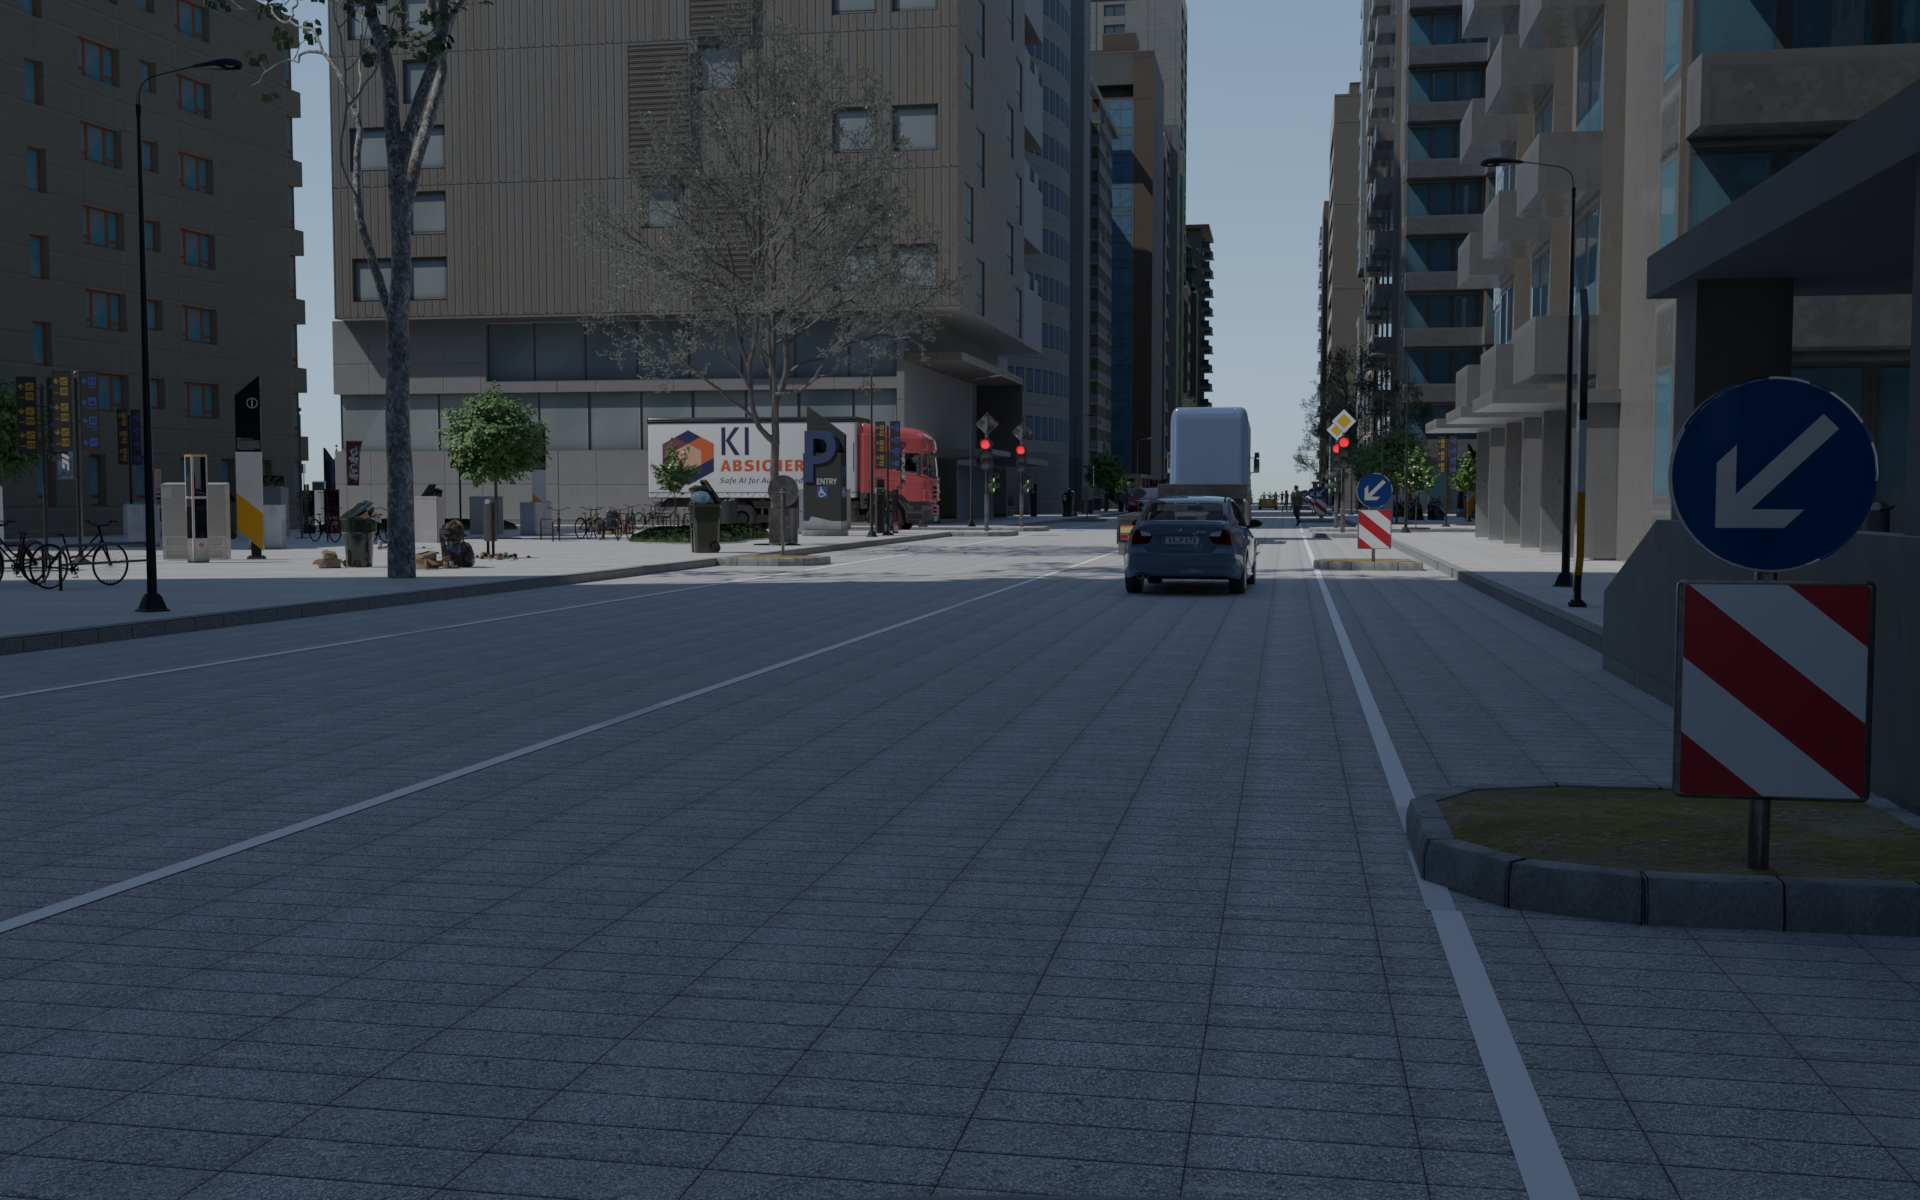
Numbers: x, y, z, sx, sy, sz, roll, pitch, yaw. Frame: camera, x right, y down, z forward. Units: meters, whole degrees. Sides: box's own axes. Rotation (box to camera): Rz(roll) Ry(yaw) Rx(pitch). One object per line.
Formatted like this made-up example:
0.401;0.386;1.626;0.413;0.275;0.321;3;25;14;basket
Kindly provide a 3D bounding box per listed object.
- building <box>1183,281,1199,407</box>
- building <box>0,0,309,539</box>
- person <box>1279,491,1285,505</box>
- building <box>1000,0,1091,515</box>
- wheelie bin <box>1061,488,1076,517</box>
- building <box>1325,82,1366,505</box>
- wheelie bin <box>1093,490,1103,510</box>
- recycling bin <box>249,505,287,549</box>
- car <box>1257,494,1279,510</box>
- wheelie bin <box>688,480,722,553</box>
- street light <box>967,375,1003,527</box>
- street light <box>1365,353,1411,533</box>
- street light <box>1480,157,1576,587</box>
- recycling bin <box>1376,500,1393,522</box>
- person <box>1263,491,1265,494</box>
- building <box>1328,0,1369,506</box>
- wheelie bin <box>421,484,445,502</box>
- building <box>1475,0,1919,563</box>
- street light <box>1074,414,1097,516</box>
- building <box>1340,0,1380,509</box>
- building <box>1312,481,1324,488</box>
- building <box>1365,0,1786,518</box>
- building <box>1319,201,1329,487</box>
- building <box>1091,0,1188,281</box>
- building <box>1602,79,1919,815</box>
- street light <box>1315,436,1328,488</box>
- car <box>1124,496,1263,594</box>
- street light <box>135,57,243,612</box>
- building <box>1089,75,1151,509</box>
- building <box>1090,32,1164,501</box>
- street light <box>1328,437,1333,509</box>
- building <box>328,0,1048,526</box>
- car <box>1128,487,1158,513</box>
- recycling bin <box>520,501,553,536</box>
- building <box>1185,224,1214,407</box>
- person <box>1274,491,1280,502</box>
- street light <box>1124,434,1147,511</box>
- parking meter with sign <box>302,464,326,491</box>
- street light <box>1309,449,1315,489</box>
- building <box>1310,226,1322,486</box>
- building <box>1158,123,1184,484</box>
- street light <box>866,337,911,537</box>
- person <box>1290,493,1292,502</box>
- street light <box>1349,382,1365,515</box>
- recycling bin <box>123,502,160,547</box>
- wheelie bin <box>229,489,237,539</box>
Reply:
24.480;-28.179;232.425;14.160;30.474;14.107;1;4;11;building
-40.853;-12.700;52.688;28.899;21.520;27.650;1;4;11;building
41.448;-13.114;222.875;1.348;1.831;0.705;0;4;-5;person
-3.221;-35.166;116.968;21.231;58.520;28.212;1;4;11;building
6.126;-5.491;97.692;0.693;1.594;0.980;1;4;17;wheelie bin
53.441;-35.206;199.316;21.300;48.544;21.600;1;4;11;building
10.710;-7.828;135.897;0.980;1.594;0.693;0;4;-1;wheelie bin
-16.255;-1.719;40.653;0.722;1.027;0.722;-1;4;-11;recycling bin
28.425;-9.145;159.750;2.015;1.641;3.980;1;4;12;car
-5.580;-1.828;37.800;0.693;1.594;0.980;-1;4;-20;wheelie bin
0.992;-5.829;67.843;1.470;5.913;1.316;1;4;11;street light
14.190;-5.174;57.141;1.470;5.913;1.316;1;4;11;street light
7.867;-3.144;23.953;1.470;5.913;1.316;1;4;11;street light
19.591;-4.125;79.995;0.722;1.027;0.722;0;4;6;recycling bin
41.648;-13.988;237.218;1.348;1.822;0.705;0;4;4;person
48.957;-52.576;172.287;22.319;86.520;31.000;1;4;11;building
-16.757;-2.880;54.992;0.693;1.594;0.980;-2;4;-35;wheelie bin
23.490;-25.591;38.021;23.786;49.044;30.456;1;4;11;building
7.249;-7.848;100.863;1.470;5.913;1.316;1;4;11;street light
43.384;-43.377;147.459;20.563;71.187;20.611;1;4;11;building
64.493;-33.229;235.176;32.217;40.220;23.993;1;4;11;building
39.738;-30.583;119.646;23.786;49.044;30.456;1;4;11;building
60.337;-37.025;255.468;14.600;45.320;14.200;1;4;11;building
24.114;-49.580;248.885;20.563;71.187;20.611;1;4;11;building
19.816;-19.041;3.203;32.217;40.220;23.993;1;4;11;building
30.961;-10.632;146.373;1.470;5.913;1.316;1;4;11;street light
3.547;-0.874;26.298;2.014;1.417;4.499;1;4;13;car
-8.307;-2.821;18.673;1.470;5.913;1.316;1;4;11;street light
0.842;-28.426;156.638;32.217;40.220;23.993;1;4;11;building
12.894;-32.018;173.608;14.600;45.320;14.200;1;4;11;building
23.251;-8.114;105.202;1.470;5.913;1.316;1;4;11;street light
-10.835;-30.148;82.160;28.713;52.752;27.495;1;4;11;building
9.967;-5.008;90.553;2.281;1.827;5.304;1;4;12;car
-13.201;-2.531;53.938;0.722;1.027;0.722;2;4;34;recycling bin
28.606;-37.881;273.974;22.147;44.769;28.867;1;4;11;building
34.716;-11.065;190.135;0.721;1.736;1.217;-3;5;-42;person
13.397;-9.851;133.597;1.470;5.913;1.316;1;4;11;street light
-36.880;-6.324;99.655;1.738;3.016;0.543;0;4;-7;parking meter with sign
37.307;-12.683;179.902;1.470;5.913;1.316;1;4;11;street light
68.570;-40.216;277.134;23.786;49.044;30.456;1;4;11;building
16.260;-30.818;187.464;14.154;41.232;14.086;1;4;11;building
-2.099;-4.823;51.395;1.470;5.913;1.316;1;4;11;street light
50.981;-15.685;266.426;0.415;1.643;0.593;2;4;33;person
17.014;-6.082;71.987;1.470;5.913;1.316;1;4;11;street light
-20.006;-1.821;42.334;0.722;1.027;0.722;-2;4;-34;recycling bin
-20.987;-2.529;49.253;0.980;1.594;0.693;3;5;44;wheelie bin
